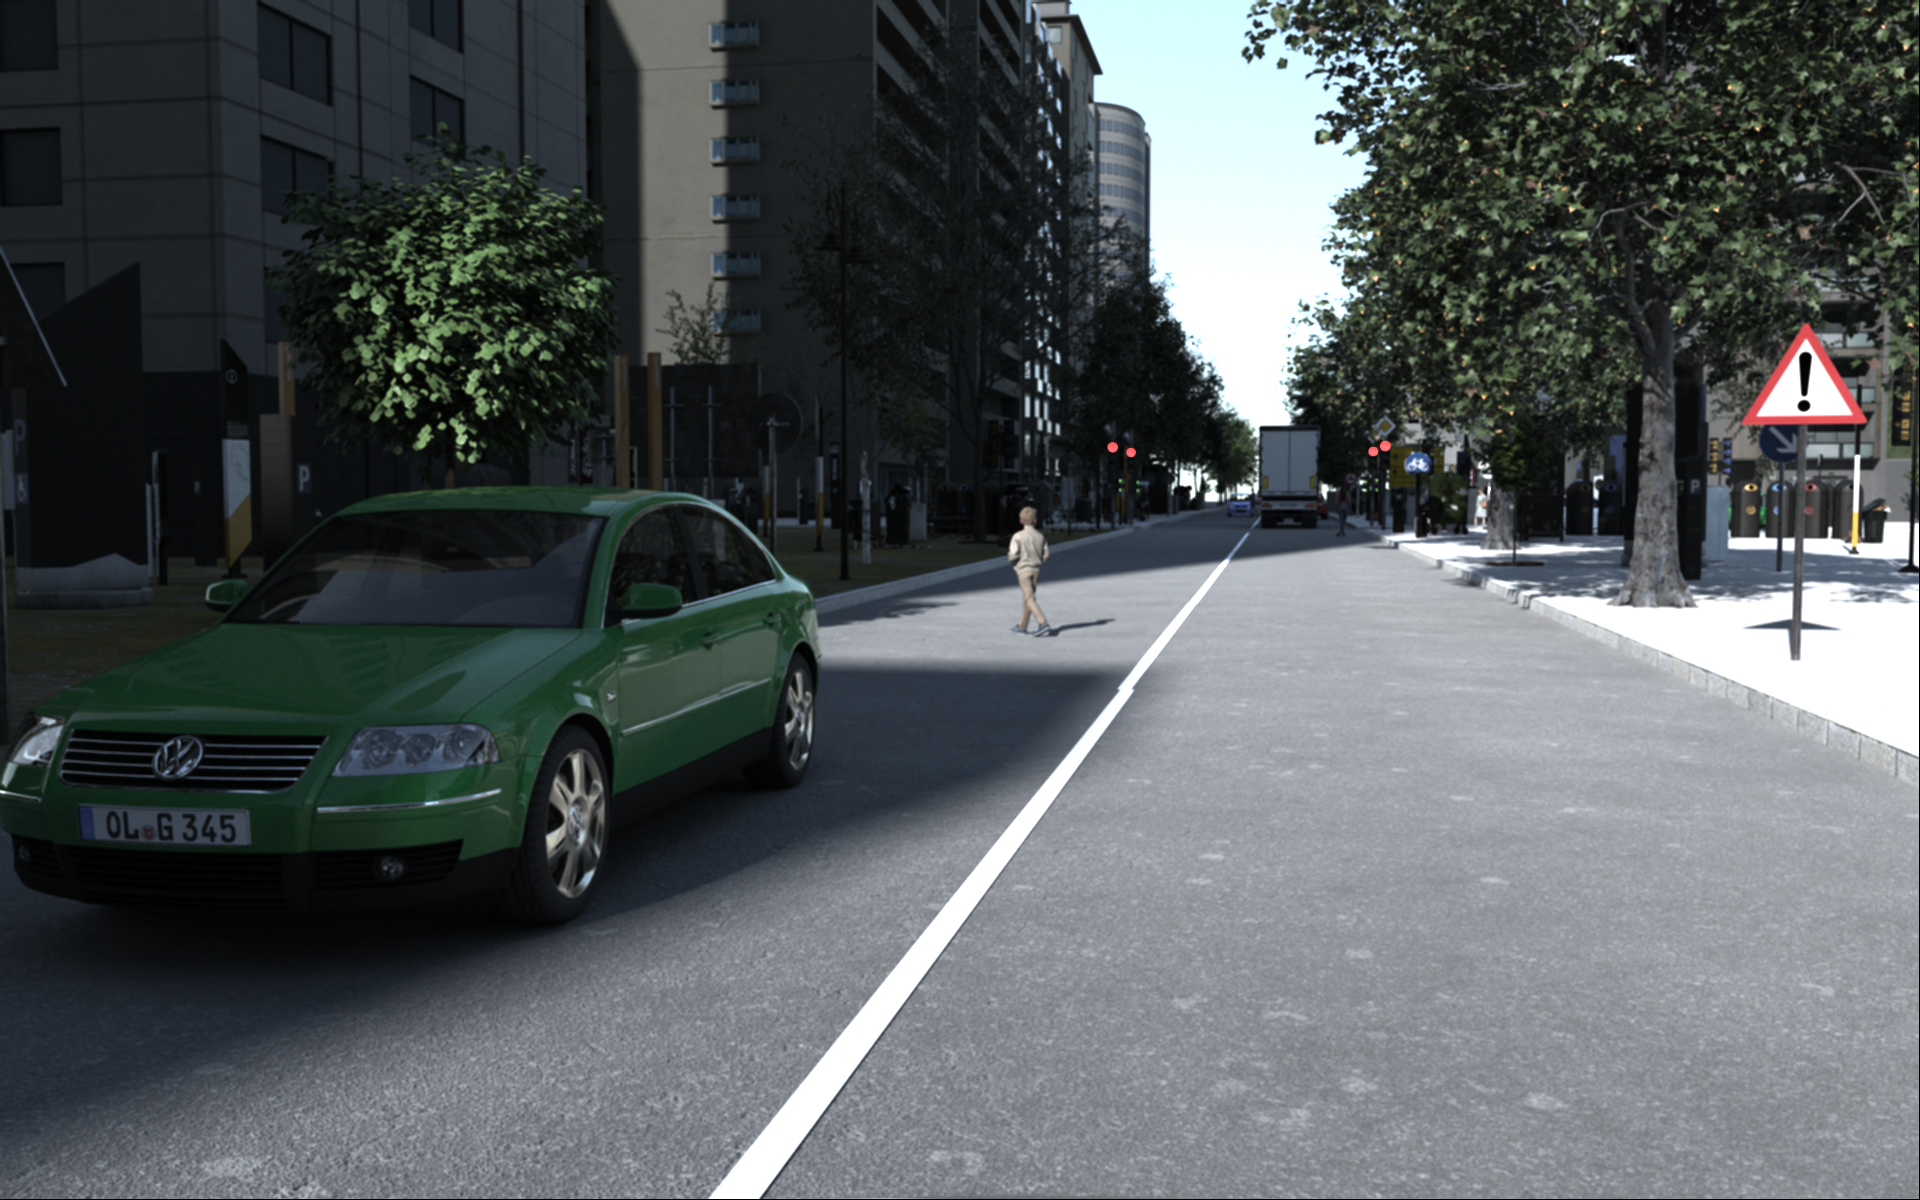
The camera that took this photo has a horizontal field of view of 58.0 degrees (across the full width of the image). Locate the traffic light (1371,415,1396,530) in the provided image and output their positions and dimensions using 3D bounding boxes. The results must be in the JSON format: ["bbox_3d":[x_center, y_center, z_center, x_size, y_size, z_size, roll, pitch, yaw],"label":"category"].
[{"bbox_3d":[15.078,-4.446,61.610,0.839,4.253,0.868,1,4,10],"label":"traffic light"}]

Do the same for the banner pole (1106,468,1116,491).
[{"bbox_3d":[12.348,-9.443,144.408,0.401,3.779,0.863,3,5,42],"label":"banner pole"}]

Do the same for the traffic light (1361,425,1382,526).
[{"bbox_3d":[16.524,-4.926,69.463,0.839,4.253,0.868,1,4,10],"label":"traffic light"}]

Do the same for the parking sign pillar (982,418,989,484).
[{"bbox_3d":[0.783,-4.446,61.163,1.447,3.967,1.447,0,4,-1],"label":"parking sign pillar"}]

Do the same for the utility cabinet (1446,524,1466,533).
[{"bbox_3d":[16.669,-2.873,58.138,0.306,1.237,1.020,0,4,-7],"label":"utility cabinet"}]

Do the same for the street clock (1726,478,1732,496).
[{"bbox_3d":[35.023,-4.551,78.984,0.358,2.002,0.471,2,4,24],"label":"street clock"}]

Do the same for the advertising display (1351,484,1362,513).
[{"bbox_3d":[26.436,-6.777,116.020,0.974,1.923,0.123,1,4,12],"label":"advertising display"}]

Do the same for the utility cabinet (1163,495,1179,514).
[{"bbox_3d":[13.849,-6.278,113.814,1.020,1.237,0.306,0,4,0],"label":"utility cabinet"}]

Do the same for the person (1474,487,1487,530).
[{"bbox_3d":[19.798,-3.442,65.777,0.512,1.701,0.522,-2,4,-25],"label":"person"}]

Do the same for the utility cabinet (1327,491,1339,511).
[{"bbox_3d":[27.545,-7.268,127.508,1.173,1.500,0.318,-2,4,-28],"label":"utility cabinet"}]

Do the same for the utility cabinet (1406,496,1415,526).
[{"bbox_3d":[18.554,-3.593,69.903,1.020,1.237,0.306,1,4,22],"label":"utility cabinet"}]

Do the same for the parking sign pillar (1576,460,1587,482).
[{"bbox_3d":[35.694,-6.776,99.254,1.447,3.967,1.447,2,4,35],"label":"parking sign pillar"}]

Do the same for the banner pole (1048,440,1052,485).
[{"bbox_3d":[4.178,-5.532,80.472,0.401,3.779,0.863,-1,4,-9],"label":"banner pole"}]

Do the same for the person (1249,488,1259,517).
[{"bbox_3d":[18.036,-5.989,106.449,0.654,1.822,0.581,3,5,41],"label":"person"}]

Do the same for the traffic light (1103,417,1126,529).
[{"bbox_3d":[5.622,-4.551,63.328,0.839,4.253,0.868,1,4,10],"label":"traffic light"}]

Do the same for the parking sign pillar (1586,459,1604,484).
[{"bbox_3d":[21.862,-4.203,57.186,1.447,3.967,1.447,-2,4,-29],"label":"parking sign pillar"}]

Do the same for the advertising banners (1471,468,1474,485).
[{"bbox_3d":[35.143,-7.376,116.786,2.074,3.025,0.090,1,4,19],"label":"advertising banners"}]

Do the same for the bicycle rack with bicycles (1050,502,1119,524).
[{"bbox_3d":[5.297,-3.789,75.327,2.925,0.926,2.852,1,4,18],"label":"bicycle rack with bicycles"}]

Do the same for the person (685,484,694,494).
[{"bbox_3d":[-11.083,-3.815,70.851,0.573,1.828,0.580,-2,4,-35],"label":"person"}]

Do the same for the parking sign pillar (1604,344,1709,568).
[{"bbox_3d":[12.474,-2.575,30.580,1.447,3.967,1.447,-3,5,-43],"label":"parking sign pillar"}]

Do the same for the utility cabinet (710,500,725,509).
[{"bbox_3d":[-3.197,-0.522,19.691,1.020,1.237,0.306,1,4,16],"label":"utility cabinet"}]

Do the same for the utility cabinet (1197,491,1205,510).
[{"bbox_3d":[19.751,-8.155,142.012,0.318,1.500,1.173,-1,4,-11],"label":"utility cabinet"}]

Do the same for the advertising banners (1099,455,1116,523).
[{"bbox_3d":[6.610,-5.020,78.265,0.090,3.025,2.074,1,4,23],"label":"advertising banners"}]

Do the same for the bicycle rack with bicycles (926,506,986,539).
[{"bbox_3d":[-0.573,-2.221,49.699,2.925,0.926,2.852,-1,4,-15],"label":"bicycle rack with bicycles"}]

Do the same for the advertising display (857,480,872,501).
[{"bbox_3d":[-4.264,-4.429,77.620,0.123,1.923,0.974,2,4,32],"label":"advertising display"}]

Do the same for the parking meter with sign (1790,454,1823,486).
[{"bbox_3d":[36.996,-4.900,76.382,1.738,3.016,0.543,1,4,16],"label":"parking meter with sign"}]

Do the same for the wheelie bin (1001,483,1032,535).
[{"bbox_3d":[1.659,-2.546,49.537,0.980,1.594,0.693,-3,4,-37],"label":"wheelie bin"}]

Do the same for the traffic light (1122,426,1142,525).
[{"bbox_3d":[7.068,-5.031,71.181,0.839,4.253,0.868,1,4,10],"label":"traffic light"}]

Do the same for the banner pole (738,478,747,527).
[{"bbox_3d":[-6.103,-3.587,48.664,0.401,3.779,0.863,-2,4,-25],"label":"banner pole"}]

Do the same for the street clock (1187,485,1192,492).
[{"bbox_3d":[19.039,-8.527,143.979,0.471,2.002,0.358,3,4,37],"label":"street clock"}]

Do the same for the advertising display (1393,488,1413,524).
[{"bbox_3d":[18.959,-4.202,73.919,0.974,1.923,0.123,-1,4,-13],"label":"advertising display"}]

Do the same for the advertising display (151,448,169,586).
[{"bbox_3d":[-11.344,-1.184,24.571,0.123,1.923,0.974,-2,4,-30],"label":"advertising display"}]

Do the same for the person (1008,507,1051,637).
[{"bbox_3d":[0.684,-0.289,17.502,0.475,1.303,0.640,-3,5,-44],"label":"person"}]

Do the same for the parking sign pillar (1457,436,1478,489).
[{"bbox_3d":[22.791,-5.495,78.314,1.447,3.967,1.447,1,4,8],"label":"parking sign pillar"}]

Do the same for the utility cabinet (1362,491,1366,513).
[{"bbox_3d":[29.707,-7.416,129.930,1.173,1.500,0.318,-1,4,-18],"label":"utility cabinet"}]

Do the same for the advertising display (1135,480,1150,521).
[{"bbox_3d":[8.577,-4.660,81.408,0.123,1.923,0.974,3,5,42],"label":"advertising display"}]

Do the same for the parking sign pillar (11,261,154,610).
[{"bbox_3d":[-10.069,-1.917,19.811,1.447,3.967,1.447,3,5,41],"label":"parking sign pillar"}]

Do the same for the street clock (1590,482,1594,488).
[{"bbox_3d":[36.697,-5.893,100.924,0.471,2.002,0.358,-2,4,-30],"label":"street clock"}]

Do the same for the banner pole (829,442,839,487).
[{"bbox_3d":[-5.178,-5.109,73.545,0.863,3.779,0.401,2,4,24],"label":"banner pole"}]

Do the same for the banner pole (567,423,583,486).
[{"bbox_3d":[-10.417,-3.488,47.050,0.401,3.779,0.863,1,4,22],"label":"banner pole"}]

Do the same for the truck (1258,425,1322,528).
[{"bbox_3d":[14.488,-5.331,76.070,2.839,4.237,11.283,1,4,11],"label":"truck"}]

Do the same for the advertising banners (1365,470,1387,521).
[{"bbox_3d":[19.870,-5.285,82.604,0.090,3.025,2.074,-1,4,-15],"label":"advertising banners"}]

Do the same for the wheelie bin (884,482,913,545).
[{"bbox_3d":[-1.555,-2.209,44.023,0.693,1.594,0.980,0,4,4],"label":"wheelie bin"}]

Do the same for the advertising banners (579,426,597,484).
[{"bbox_3d":[-10.373,-2.995,45.153,2.074,3.025,0.090,1,4,17],"label":"advertising banners"}]

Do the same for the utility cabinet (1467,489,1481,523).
[{"bbox_3d":[22.198,-4.088,75.521,1.173,1.500,0.318,-2,4,-25],"label":"utility cabinet"}]

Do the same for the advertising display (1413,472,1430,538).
[{"bbox_3d":[13.543,-2.784,50.730,0.123,1.923,0.974,2,4,32],"label":"advertising display"}]

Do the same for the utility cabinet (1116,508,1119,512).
[{"bbox_3d":[11.516,-6.855,120.752,1.173,1.500,0.318,0,4,-1],"label":"utility cabinet"}]

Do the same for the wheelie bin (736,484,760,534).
[{"bbox_3d":[-6.827,-2.929,55.804,0.693,1.594,0.980,-1,4,-23],"label":"wheelie bin"}]

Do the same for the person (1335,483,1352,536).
[{"bbox_3d":[12.964,-3.059,58.529,0.555,1.821,0.388,0,4,-2],"label":"person"}]

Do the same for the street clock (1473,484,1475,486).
[{"bbox_3d":[35.845,-7.143,121.361,0.358,2.002,0.471,-3,5,-43],"label":"street clock"}]
